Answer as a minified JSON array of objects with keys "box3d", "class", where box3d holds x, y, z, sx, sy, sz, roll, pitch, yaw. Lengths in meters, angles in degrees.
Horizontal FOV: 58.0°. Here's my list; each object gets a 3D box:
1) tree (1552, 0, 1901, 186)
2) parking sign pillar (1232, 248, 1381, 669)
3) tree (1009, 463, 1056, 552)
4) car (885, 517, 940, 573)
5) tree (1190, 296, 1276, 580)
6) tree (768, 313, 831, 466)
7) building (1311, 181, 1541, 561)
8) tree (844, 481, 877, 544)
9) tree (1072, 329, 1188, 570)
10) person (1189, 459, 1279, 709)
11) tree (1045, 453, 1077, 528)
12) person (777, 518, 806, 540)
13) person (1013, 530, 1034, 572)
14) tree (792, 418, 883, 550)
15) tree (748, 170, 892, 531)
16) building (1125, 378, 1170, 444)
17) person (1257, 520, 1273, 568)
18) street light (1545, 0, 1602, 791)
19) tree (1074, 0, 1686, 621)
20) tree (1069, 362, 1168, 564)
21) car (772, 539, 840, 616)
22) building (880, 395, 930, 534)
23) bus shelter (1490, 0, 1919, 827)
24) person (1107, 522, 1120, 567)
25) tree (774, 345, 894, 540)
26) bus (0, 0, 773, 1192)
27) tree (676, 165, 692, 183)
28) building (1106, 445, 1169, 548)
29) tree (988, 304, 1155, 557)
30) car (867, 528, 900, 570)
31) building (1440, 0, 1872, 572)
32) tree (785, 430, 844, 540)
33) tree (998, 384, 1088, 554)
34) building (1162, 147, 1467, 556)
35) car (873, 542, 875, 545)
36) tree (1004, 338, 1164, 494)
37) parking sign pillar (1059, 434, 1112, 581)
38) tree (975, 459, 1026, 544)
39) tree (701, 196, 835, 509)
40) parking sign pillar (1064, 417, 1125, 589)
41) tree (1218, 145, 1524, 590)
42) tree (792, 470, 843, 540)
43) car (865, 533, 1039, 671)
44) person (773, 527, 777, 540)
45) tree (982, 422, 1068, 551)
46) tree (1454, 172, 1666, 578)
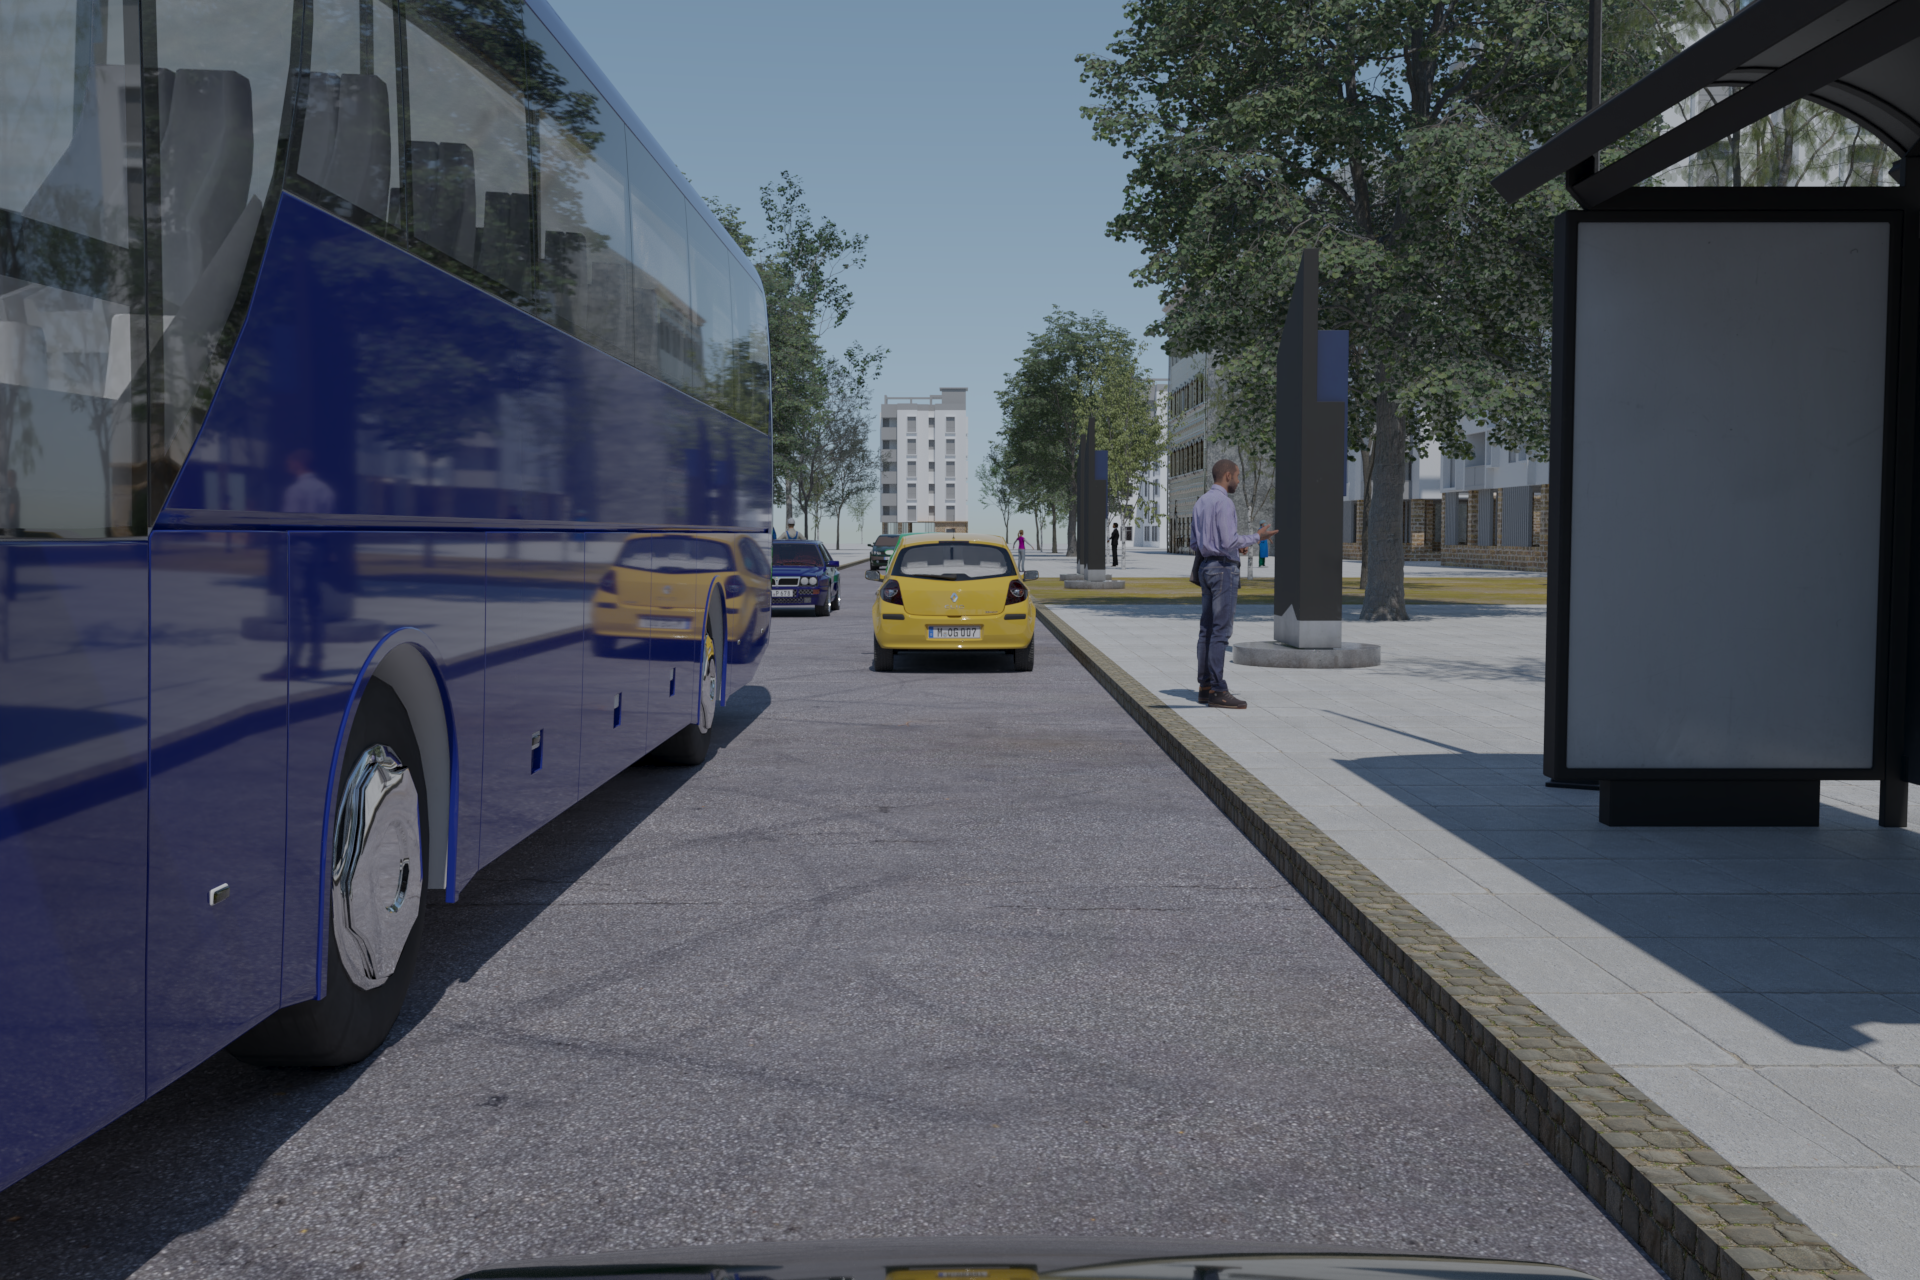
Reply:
[{"box3d":[5.424,-3.790,12.328,4.360,8.622,3.978,0,3,0],"class":"tree"},{"box3d":[3.437,-1.750,17.079,1.447,3.967,1.447,0,4,0],"class":"parking sign pillar"},{"box3d":[6.059,-10.604,123.737,4.360,8.622,3.978,0,3,0],"class":"tree"},{"box3d":[-0.676,-1.765,37.653,1.959,1.807,4.718,0,4,-1],"class":"car"},{"box3d":[8.142,-6.016,48.717,4.360,8.622,3.978,0,3,0],"class":"tree"},{"box3d":[-9.505,-9.362,78.817,9.928,11.665,9.643,0,3,0],"class":"tree"},{"box3d":[24.177,-14.530,93.991,16.016,20.090,11.380,0,4,-1],"class":"building"},{"box3d":[-12.406,-16.686,223.179,4.360,8.622,3.978,0,3,0],"class":"tree"},{"box3d":[5.919,-6.818,61.834,4.737,8.622,4.395,0,3,0],"class":"tree"},{"box3d":[2.056,-0.432,12.980,0.599,1.838,0.709,-1,4,-16],"class":"person"},{"box3d":[14.900,-19.041,229.453,7.486,12.596,7.792,0,3,0],"class":"tree"},{"box3d":[-4.351,-2.224,44.679,1.347,1.847,0.705,-1,4,-17],"class":"person"},{"box3d":[2.110,-2.990,58.148,0.599,1.433,0.991,-3,5,-42],"class":"person"},{"box3d":[-9.887,-12.434,137.705,8.767,10.594,7.601,1,4,17],"class":"tree"},{"box3d":[-10.059,-14.506,93.056,12.611,20.169,13.585,0,3,0],"class":"tree"},{"box3d":[24.574,-21.423,206.678,16.016,20.090,11.380,0,4,-1],"class":"building"},{"box3d":[11.533,-3.650,65.810,0.704,1.817,1.347,2,4,33],"class":"person"},{"box3d":[3.696,-2.208,8.643,1.470,5.913,1.316,0,4,0],"class":"street light"},{"box3d":[6.395,-7.274,25.593,9.857,13.997,8.962,0,3,0],"class":"tree"},{"box3d":[6.489,-7.560,73.974,4.737,8.622,4.395,0,3,0],"class":"tree"},{"box3d":[-3.121,-1.148,31.352,1.945,1.354,3.894,0,3,0],"class":"car"},{"box3d":[-10.096,-22.527,227.192,11.380,20.090,16.016,0,4,0],"class":"building"},{"box3d":[3.369,-0.680,5.048,2.014,3.302,5.546,0,4,0],"class":"bus shelter"},{"box3d":[6.016,-3.754,68.106,0.721,1.740,1.216,2,4,23],"class":"person"},{"box3d":[-9.745,-12.140,108.851,12.009,13.543,11.850,0,3,0],"class":"tree"},{"box3d":[-2.766,-1.000,7.899,2.896,3.916,12.251,0,3,0],"class":"bus"},{"box3d":[-9.883,-8.257,53.124,7.486,12.596,7.792,0,3,0],"class":"tree"},{"box3d":[19.298,-14.319,176.262,9.099,9.664,28.070,0,4,-1],"class":"building"},{"box3d":[6.414,-11.662,97.331,9.857,13.997,8.962,0,3,0],"class":"tree"},{"box3d":[-2.710,-3.679,69.939,2.009,1.686,4.222,0,4,0],"class":"car"},{"box3d":[24.357,-12.911,67.517,16.016,20.090,11.380,0,3,0],"class":"building"},{"box3d":[-9.695,-10.439,121.037,4.360,8.622,3.978,0,3,0],"class":"tree"},{"box3d":[6.107,-11.528,114.237,9.928,11.665,9.643,0,3,0],"class":"tree"},{"box3d":[23.263,-16.911,107.429,19.493,23.208,18.063,0,3,0],"class":"building"},{"box3d":[-3.123,-4.449,82.530,2.009,1.686,4.222,0,3,0],"class":"car"},{"box3d":[5.882,-8.998,81.537,8.767,10.594,7.601,2,4,27],"class":"tree"},{"box3d":[3.455,-3.607,47.452,1.447,3.967,1.447,0,4,-1],"class":"parking sign pillar"},{"box3d":[6.011,-18.360,225.948,9.928,11.665,9.643,0,3,0],"class":"tree"},{"box3d":[-9.066,-9.730,65.737,9.857,13.997,8.962,0,3,0],"class":"tree"},{"box3d":[3.175,-3.196,40.731,1.447,3.967,1.447,0,4,0],"class":"parking sign pillar"},{"box3d":[9.688,-6.457,39.988,7.601,10.594,8.767,-3,4,-36],"class":"tree"},{"box3d":[-18.761,-17.907,227.185,7.601,10.594,8.767,0,4,6],"class":"tree"},{"box3d":[-0.085,-0.567,19.496,2.015,1.641,3.980,0,4,-1],"class":"car"},{"box3d":[-5.494,-2.644,49.199,0.705,1.833,1.349,-2,4,-34],"class":"person"},{"box3d":[5.813,-12.222,134.246,7.601,10.594,8.767,2,4,26],"class":"tree"},{"box3d":[17.620,-7.589,49.832,9.928,11.665,9.643,0,3,0],"class":"tree"}]
